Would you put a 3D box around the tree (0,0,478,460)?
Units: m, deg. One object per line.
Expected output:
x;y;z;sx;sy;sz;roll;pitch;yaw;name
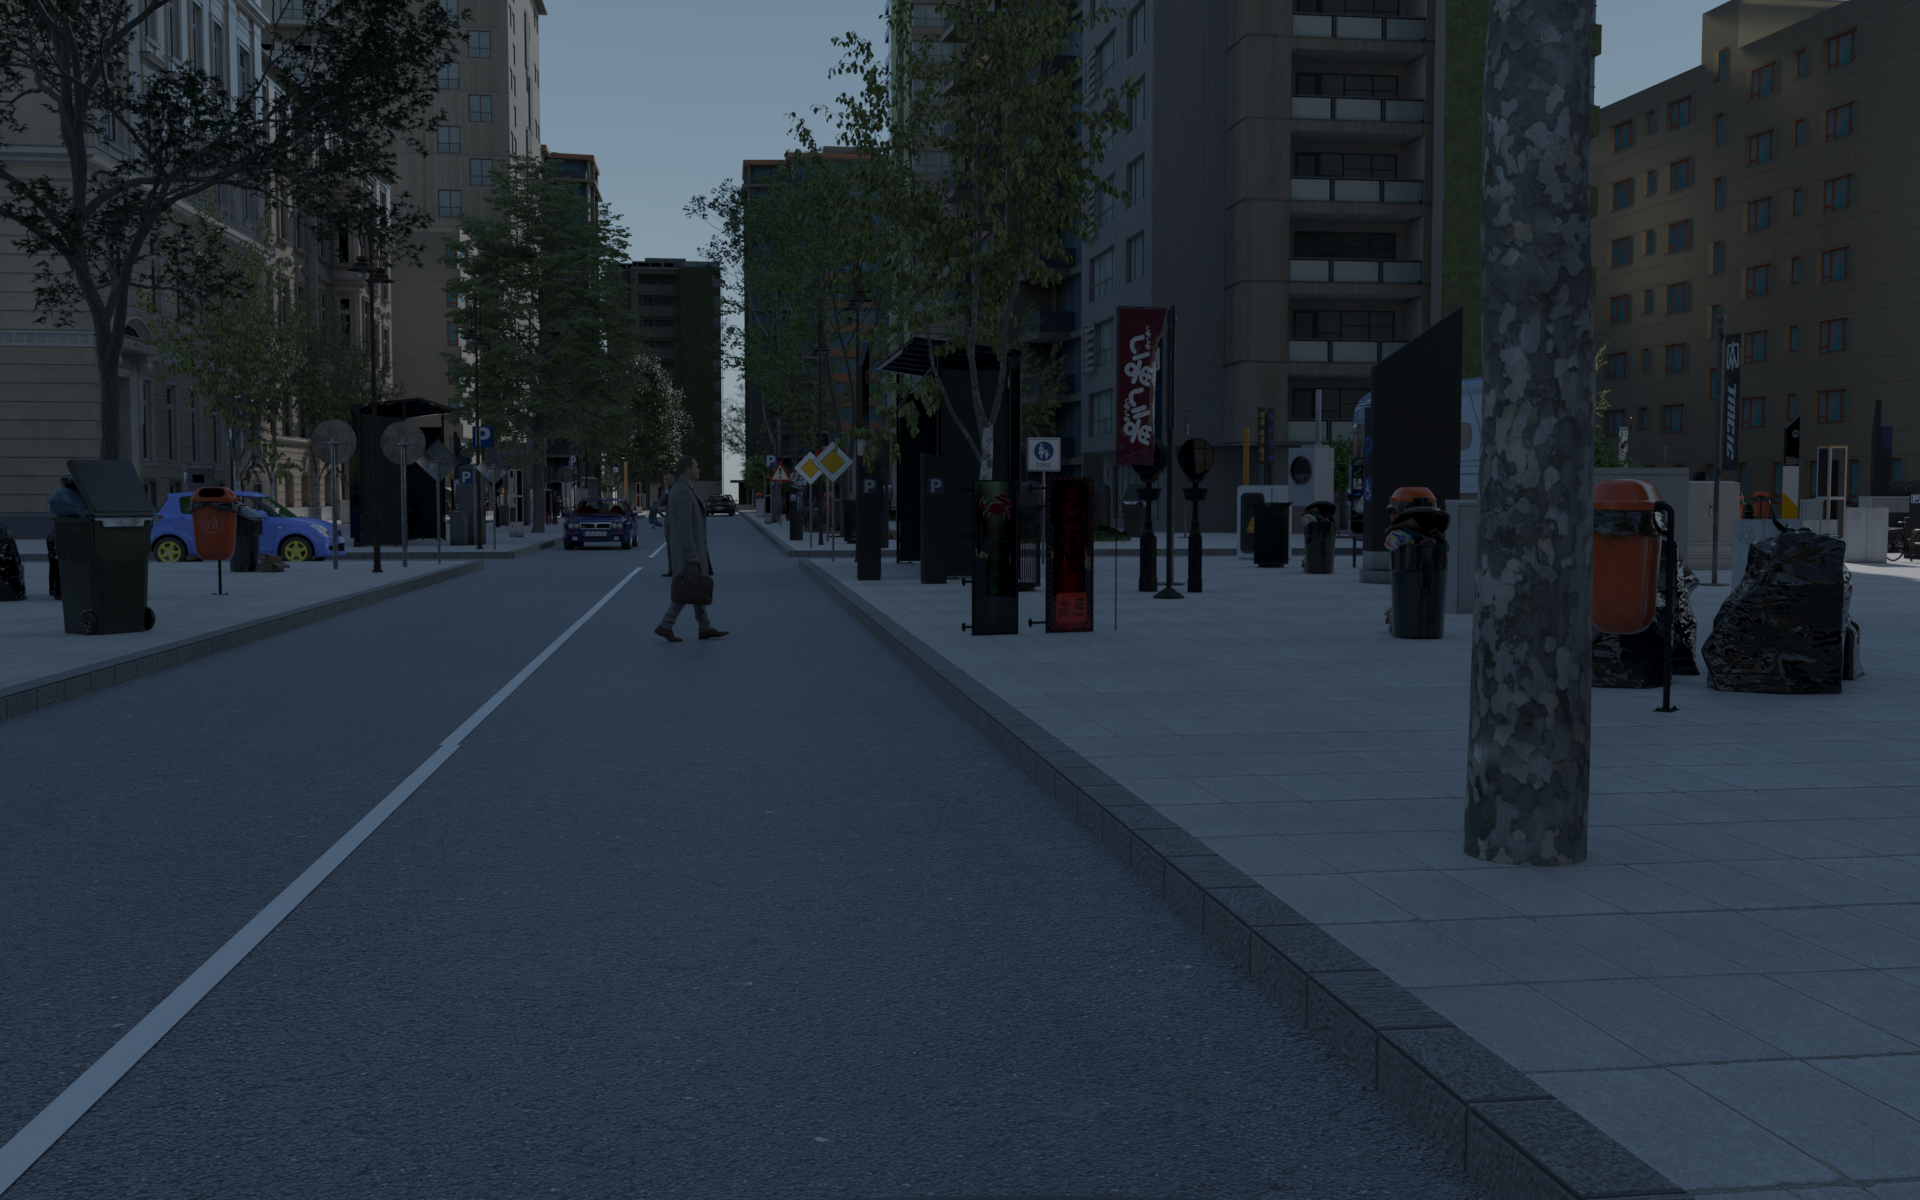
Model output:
-8.721;-5.119;18.115;8.767;10.594;7.601;1;4;18;tree

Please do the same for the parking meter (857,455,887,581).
-1.332;-1.226;25.762;0.399;1.863;0.255;0;4;-3;parking meter

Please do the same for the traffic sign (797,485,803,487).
-10.208;-6.749;110.455;0.768;2.556;0.104;0;4;0;traffic sign

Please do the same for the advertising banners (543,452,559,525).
-17.241;-4.669;72.530;0.090;3.025;2.074;0;4;8;advertising banners

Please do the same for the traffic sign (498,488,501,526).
-18.275;-4.194;68.684;0.768;2.556;0.104;0;4;-3;traffic sign

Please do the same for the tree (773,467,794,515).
-11.336;-6.939;108.050;1.663;3.219;1.824;0;3;0;tree

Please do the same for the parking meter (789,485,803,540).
-4.539;-2.422;48.003;0.372;1.533;0.369;0;3;0;parking meter

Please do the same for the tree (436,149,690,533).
-13.774;-8.535;57.668;7.486;12.596;7.792;0;3;0;tree

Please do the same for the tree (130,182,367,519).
-16.965;-5.507;40.400;4.737;8.622;4.395;0;3;0;tree

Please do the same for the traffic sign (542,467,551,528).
-15.761;-3.878;65.528;0.606;2.300;0.079;0;4;-4;traffic sign

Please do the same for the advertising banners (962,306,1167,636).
0.988;-1.210;15.965;2.074;3.025;0.090;-1;4;-22;advertising banners

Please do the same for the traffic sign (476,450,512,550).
-10.690;-2.209;39.756;0.795;2.450;0.064;0;4;-8;traffic sign

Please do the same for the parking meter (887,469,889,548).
-1.905;-2.163;41.078;0.399;1.863;0.255;-1;4;-17;parking meter

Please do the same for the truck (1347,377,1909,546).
17.703;-3.106;40.535;18.799;4.110;2.967;-1;4;-9;truck

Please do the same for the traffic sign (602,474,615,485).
-21.003;-6.326;103.542;0.768;2.556;0.104;0;4;0;traffic sign

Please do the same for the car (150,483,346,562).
-14.337;-1.546;34.869;3.694;1.707;1.945;-1;4;-9;car

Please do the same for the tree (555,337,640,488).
-17.506;-8.052;82.018;4.360;8.622;3.978;0;3;0;tree

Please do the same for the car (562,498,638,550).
-9.482;-2.034;45.842;1.945;1.354;3.894;0;4;-7;car

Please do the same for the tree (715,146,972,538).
-3.339;-7.668;51.129;9.928;11.665;9.643;0;3;0;tree

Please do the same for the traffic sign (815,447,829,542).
-3.571;-2.849;46.683;0.768;2.556;0.104;0;4;-2;traffic sign

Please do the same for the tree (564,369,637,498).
-19.765;-8.925;96.280;4.737;8.622;4.395;0;3;0;tree

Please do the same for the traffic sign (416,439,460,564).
-9.587;-1.725;31.847;0.795;2.450;0.064;0;4;-8;traffic sign

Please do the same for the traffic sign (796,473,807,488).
-7.482;-4.862;81.616;0.606;2.300;0.079;0;4;0;traffic sign

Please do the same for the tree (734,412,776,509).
-17.996;-12.318;151.765;4.360;8.622;3.978;0;3;0;tree

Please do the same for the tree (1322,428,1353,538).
10.963;-3.423;50.571;1.663;3.219;1.824;0;3;0;tree

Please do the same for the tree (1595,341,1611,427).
22.700;-7.116;66.714;4.360;8.622;3.978;0;3;0;tree

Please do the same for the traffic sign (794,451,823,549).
-3.513;-2.269;40.733;0.795;2.450;0.064;0;4;-8;traffic sign

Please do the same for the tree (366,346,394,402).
-22.605;-6.794;61.438;4.737;8.622;4.395;0;3;0;tree

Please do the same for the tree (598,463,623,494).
-21.669;-6.819;106.091;1.663;3.219;1.824;0;3;0;tree

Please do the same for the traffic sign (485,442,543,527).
-17.526;-4.542;68.131;2.265;3.308;0.079;0;4;-2;traffic sign

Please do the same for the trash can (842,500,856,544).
-2.698;-2.023;44.723;0.748;1.137;0.748;0;3;0;trash can

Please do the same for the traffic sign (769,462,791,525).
-7.338;-4.326;70.738;0.884;2.594;0.081;0;4;-5;traffic sign

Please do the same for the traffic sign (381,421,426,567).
-9.742;-1.848;30.328;0.768;2.556;0.104;0;4;-5;traffic sign

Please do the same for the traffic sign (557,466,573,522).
-17.918;-4.808;78.717;0.768;2.556;0.104;0;4;-2;traffic sign

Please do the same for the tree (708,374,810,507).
-19.761;-15.773;168.263;12.009;13.543;11.850;0;3;0;tree

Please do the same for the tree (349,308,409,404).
-23.100;-7.104;66.520;4.360;8.622;3.978;0;3;0;tree

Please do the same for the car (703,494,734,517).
-15.580;-6.248;111.949;2.009;1.686;4.222;-1;4;-8;car

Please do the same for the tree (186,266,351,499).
-22.019;-6.377;54.626;4.360;8.622;3.978;0;3;0;tree

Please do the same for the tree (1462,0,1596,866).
2.673;-9.235;6.885;12.611;20.169;13.585;0;3;0;tree

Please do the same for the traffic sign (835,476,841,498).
-5.705;-5.059;82.824;0.768;2.556;0.104;0;4;-5;traffic sign

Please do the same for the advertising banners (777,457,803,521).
-8.202;-5.335;83.419;0.090;3.025;2.074;2;4;32;advertising banners

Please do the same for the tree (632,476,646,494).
-28.571;-9.905;156.541;1.663;3.219;1.824;0;3;0;tree

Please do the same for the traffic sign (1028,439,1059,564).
1.514;-1.795;31.482;0.606;2.300;0.079;0;4;-8;traffic sign

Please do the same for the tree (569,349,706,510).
-25.496;-13.449;136.903;9.611;12.733;9.660;0;3;0;tree

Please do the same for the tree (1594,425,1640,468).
17.872;-3.304;48.614;1.663;3.219;1.824;0;3;0;tree

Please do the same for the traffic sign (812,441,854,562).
-2.409;-1.785;32.824;0.795;2.450;0.064;0;4;-8;traffic sign

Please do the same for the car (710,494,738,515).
-16.217;-6.647;118.471;2.009;1.686;4.222;0;4;-8;car

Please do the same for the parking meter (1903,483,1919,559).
18.945;-1.586;34.347;0.372;1.533;0.369;0;3;0;parking meter

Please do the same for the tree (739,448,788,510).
-13.970;-8.629;124.796;4.285;4.588;4.351;0;3;0;tree

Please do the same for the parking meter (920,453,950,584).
-0.355;-1.165;24.762;0.399;1.863;0.255;-1;4;-11;parking meter

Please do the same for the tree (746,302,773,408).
-5.741;-6.863;62.573;4.737;8.622;4.395;0;3;0;tree

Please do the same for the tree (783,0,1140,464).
0.199;-4.200;19.040;4.737;8.622;4.395;0;3;0;tree

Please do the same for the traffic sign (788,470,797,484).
-8.600;-5.528;90.490;0.768;2.556;0.104;0;4;-7;traffic sign

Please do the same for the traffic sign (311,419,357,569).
-10.689;-1.802;29.576;0.768;2.556;0.104;0;4;-2;traffic sign
